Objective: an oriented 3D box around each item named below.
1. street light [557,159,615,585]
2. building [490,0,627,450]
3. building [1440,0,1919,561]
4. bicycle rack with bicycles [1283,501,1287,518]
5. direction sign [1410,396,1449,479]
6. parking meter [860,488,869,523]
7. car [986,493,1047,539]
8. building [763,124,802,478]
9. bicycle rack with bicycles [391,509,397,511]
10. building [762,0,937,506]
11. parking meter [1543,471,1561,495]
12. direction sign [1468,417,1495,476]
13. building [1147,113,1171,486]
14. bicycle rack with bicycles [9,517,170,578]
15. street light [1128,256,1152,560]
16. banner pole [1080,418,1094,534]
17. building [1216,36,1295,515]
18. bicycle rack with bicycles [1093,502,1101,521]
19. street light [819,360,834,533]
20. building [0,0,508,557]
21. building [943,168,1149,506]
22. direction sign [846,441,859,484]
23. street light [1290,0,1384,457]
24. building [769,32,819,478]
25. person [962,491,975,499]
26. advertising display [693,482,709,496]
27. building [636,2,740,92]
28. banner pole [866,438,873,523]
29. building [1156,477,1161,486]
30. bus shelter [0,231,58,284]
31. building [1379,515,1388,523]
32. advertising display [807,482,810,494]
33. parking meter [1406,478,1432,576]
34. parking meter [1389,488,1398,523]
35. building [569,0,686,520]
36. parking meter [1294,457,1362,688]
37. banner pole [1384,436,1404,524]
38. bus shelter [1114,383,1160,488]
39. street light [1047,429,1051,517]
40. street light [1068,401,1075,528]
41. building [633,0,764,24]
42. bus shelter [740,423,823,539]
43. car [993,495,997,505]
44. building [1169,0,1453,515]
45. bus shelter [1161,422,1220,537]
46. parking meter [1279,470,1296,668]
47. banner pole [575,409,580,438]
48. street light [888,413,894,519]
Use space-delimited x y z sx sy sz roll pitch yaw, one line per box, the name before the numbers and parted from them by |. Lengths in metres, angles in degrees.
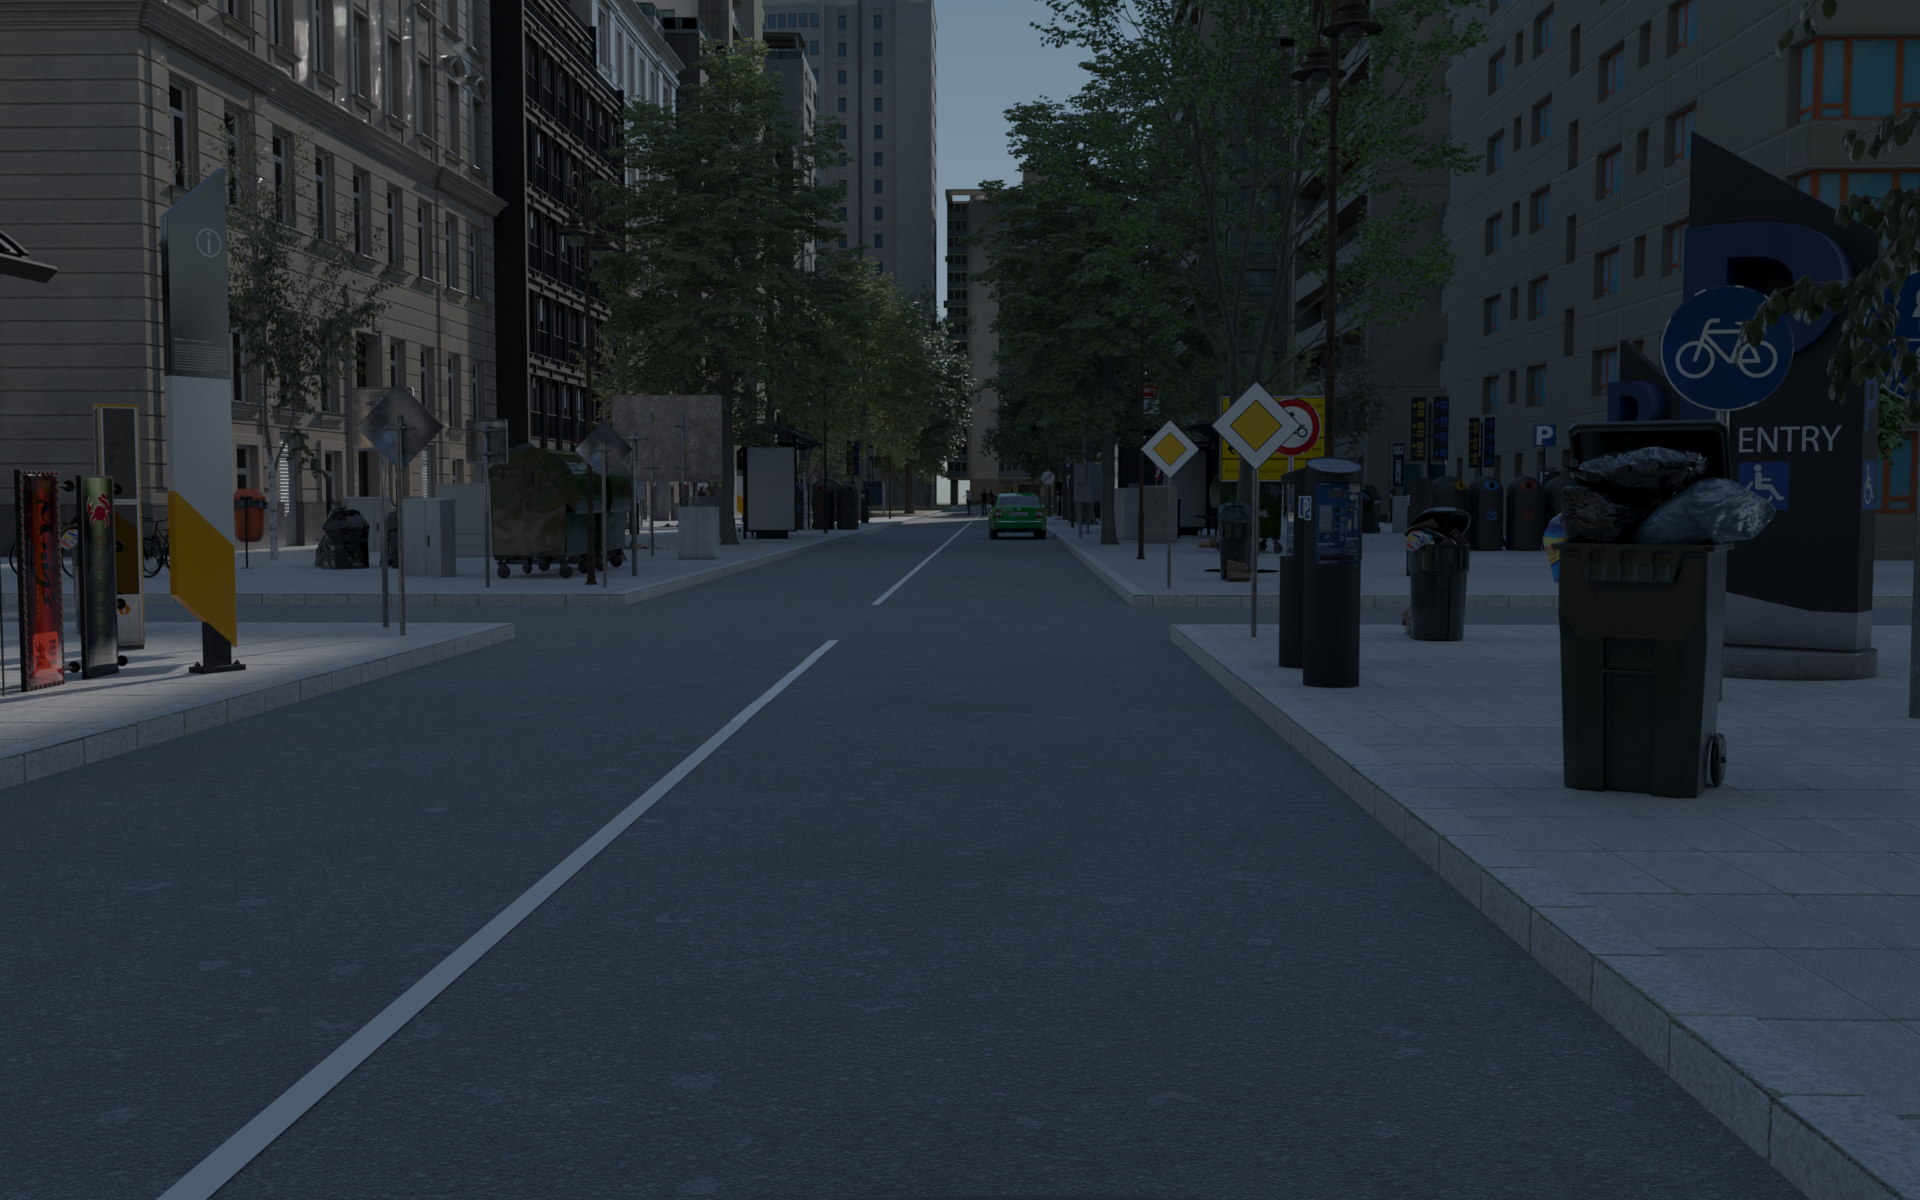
street light | -5.219 -3.153 24.344 0.468 5.910 1.993 0 4 1
building | -20.785 -14.520 67.086 12.332 23.373 15.834 0 4 1
building | 30.937 -12.305 46.224 28.899 21.520 27.650 0 4 1
bicycle rack with bicycles | 16.538 -4.698 90.194 2.852 0.926 2.925 -2 4 -28
direction sign | 10.919 -2.956 40.329 0.876 3.537 0.379 2 4 32
parking meter | -4.206 -4.160 76.433 0.372 1.533 0.369 0 3 0
car | 1.829 -2.896 56.143 1.959 1.807 4.718 0 4 0
building | -20.150 -22.202 134.699 14.160 30.474 14.107 0 4 1
bicycle rack with bicycles | -13.181 -1.718 41.469 2.852 0.926 2.925 1 4 18
building | -16.853 -40.433 203.073 28.212 58.520 21.231 0 4 1
parking meter | 14.663 -2.276 42.930 0.399 1.863 0.255 1 4 17
direction sign | 15.409 -3.622 51.222 0.379 3.537 0.876 -3 4 -38
building | 29.055 -33.583 199.187 14.200 45.320 14.600 0 4 1
bicycle rack with bicycles | -12.780 -0.827 26.902 2.925 0.926 2.852 2 4 24
street light | 3.548 -3.731 33.790 0.468 5.910 1.993 0 4 1
banner pole | 4.019 -4.006 55.521 0.401 3.779 0.863 2 4 29
building | 23.656 -20.892 113.283 14.160 30.474 14.107 0 4 1
bicycle rack with bicycles | 6.838 -4.230 82.544 2.852 0.926 2.925 0 4 -5
street light | -4.403 -5.124 56.562 0.468 5.910 1.993 0 4 1
building | -21.678 -15.245 46.522 12.463 27.353 25.104 0 4 1
building | 10.180 -31.586 208.308 23.993 40.220 32.217 0 4 1
direction sign | -4.602 -5.040 74.406 0.379 3.537 0.876 2 4 32
street light | 3.005 -2.522 14.016 0.468 5.910 1.993 0 4 1
building | -20.107 -28.934 156.672 14.086 41.232 14.154 0 4 1
person | 0.874 -10.205 175.349 1.348 1.824 0.705 -1 4 -18
advertising display | -13.908 -5.375 93.090 0.123 1.923 0.974 3 5 43
building | -21.360 -20.454 106.127 14.160 30.474 14.107 0 4 1
banner pole | -4.039 -5.349 77.467 0.401 3.779 0.863 1 4 20
building | 28.429 -43.582 150.818 20.563 71.187 20.611 0 4 1
bus shelter | -7.388 -0.950 9.463 2.014 3.302 5.546 0 4 1
building | 29.170 -28.304 86.473 21.300 48.544 21.600 0 4 1
advertising display | -6.911 -4.462 78.160 0.123 1.923 0.974 -1 4 -13
parking meter | 7.170 -1.139 27.041 0.372 1.533 0.369 0 3 0
parking meter | 19.043 -4.140 76.100 0.372 1.533 0.369 0 3 0
building | -21.828 -18.291 84.958 13.634 28.700 20.117 0 4 1
parking meter | 2.490 -0.194 11.582 0.372 1.533 0.369 0 3 0
banner pole | 18.788 -5.191 74.884 0.863 3.779 0.401 2 4 27
bus shelter | 6.059 -5.037 59.992 2.179 5.291 8.768 0 4 1
street light | 5.099 -7.669 98.171 0.468 5.910 1.993 0 4 1
street light | 4.300 -5.700 65.977 0.468 5.910 1.993 0 4 1
building | -21.390 -26.690 119.978 14.154 41.232 14.086 0 4 1
bus shelter | -5.382 -3.549 51.950 2.014 3.302 5.546 0 4 1
car | 3.349 -7.922 142.111 1.945 1.354 3.894 0 4 2
building | 27.493 -30.994 130.461 21.300 48.544 21.600 0 4 1
bus shelter | 6.961 -3.513 51.353 2.014 3.302 5.546 0 4 1
parking meter | 2.561 -0.271 12.846 0.372 1.533 0.369 0 3 0
banner pole | -11.222 -3.728 50.964 0.401 3.779 0.863 -1 4 -14
street light | -3.615 -7.118 89.169 0.468 5.910 1.993 0 4 1
